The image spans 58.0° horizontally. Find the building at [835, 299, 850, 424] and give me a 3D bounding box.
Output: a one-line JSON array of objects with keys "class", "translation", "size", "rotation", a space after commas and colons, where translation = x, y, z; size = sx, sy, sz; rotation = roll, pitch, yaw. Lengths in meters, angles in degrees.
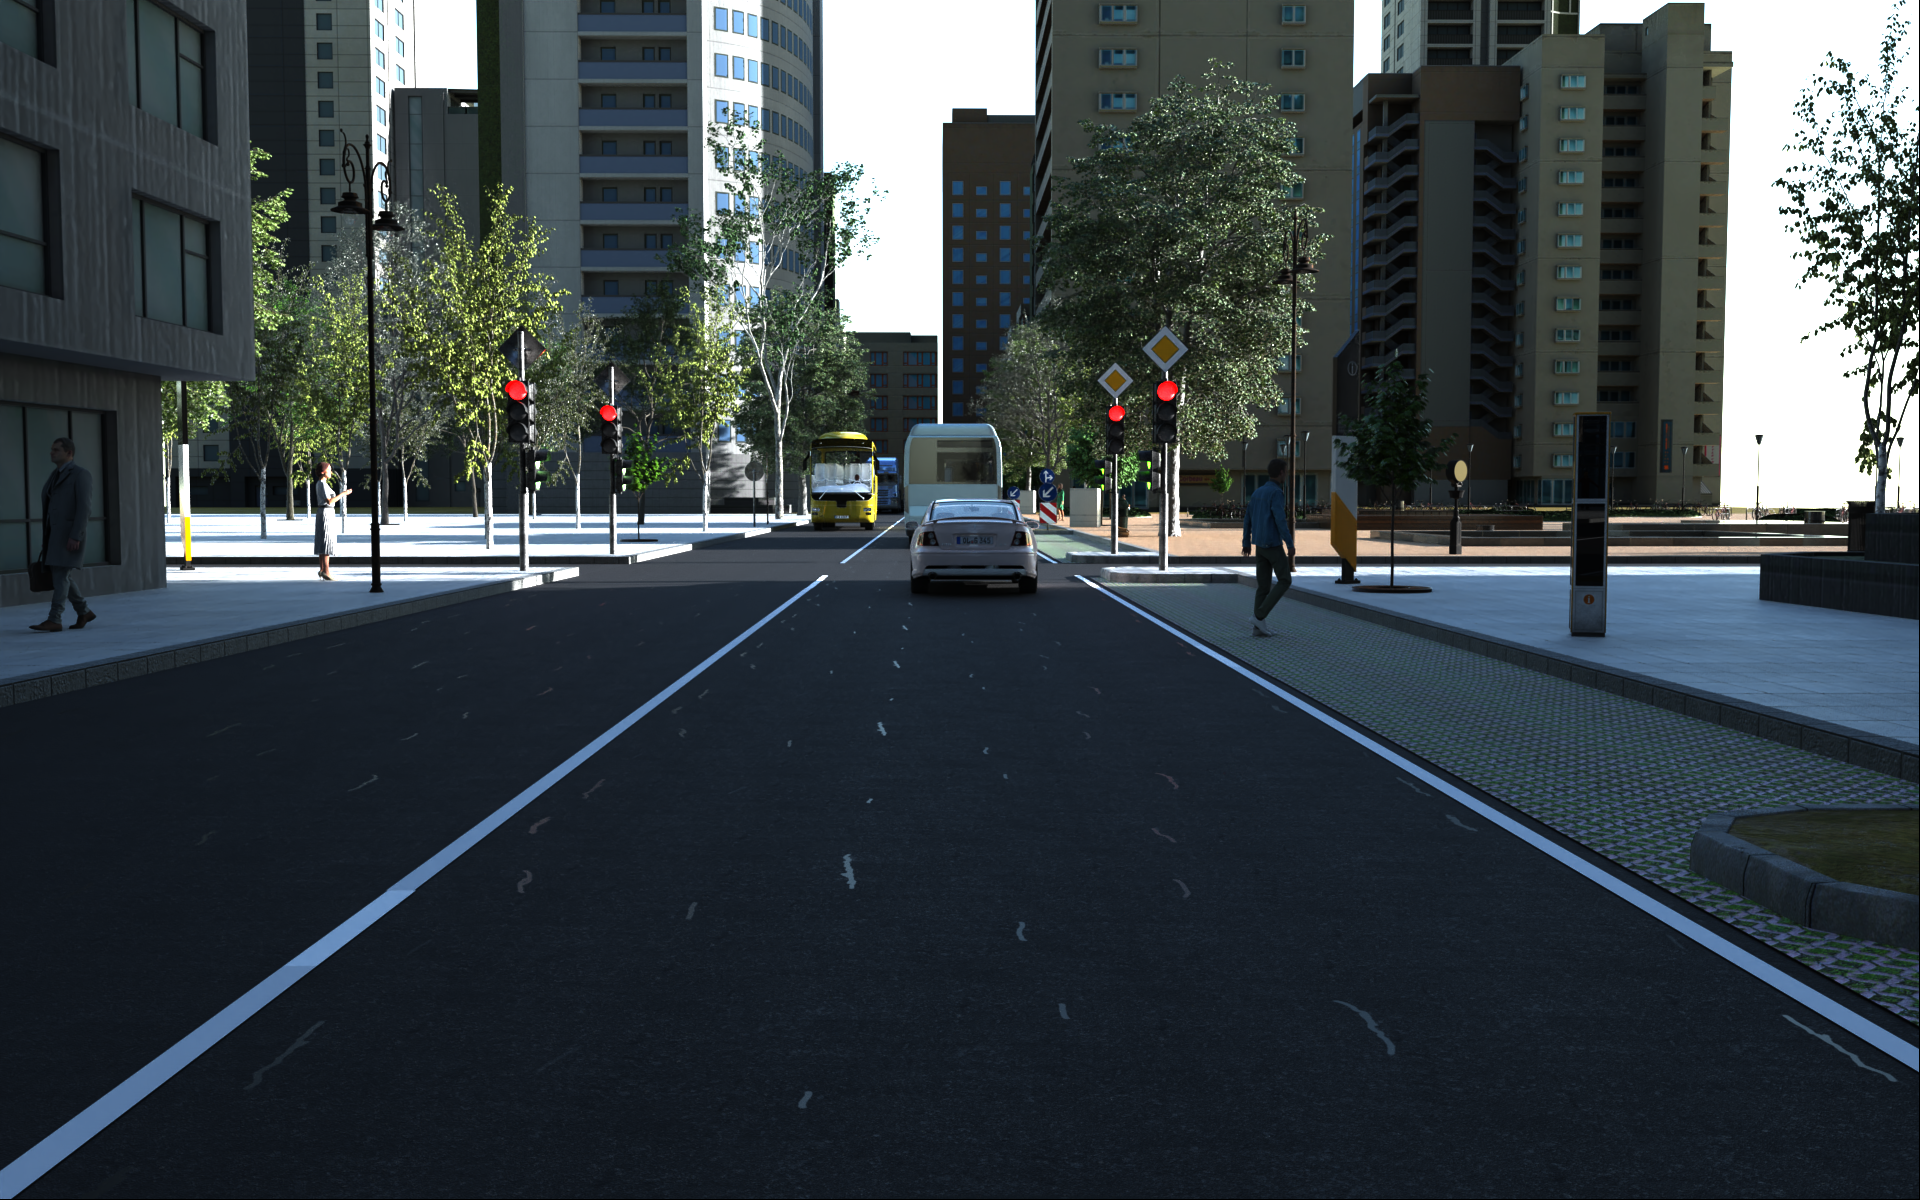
[{"class": "building", "translation": [-26.456, -20.033, 172.574], "size": [28.899, 21.520, 27.650], "rotation": [0, 4, -1]}]

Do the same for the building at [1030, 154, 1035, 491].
[{"class": "building", "translation": [12.933, -23.137, 149.986], "size": [14.160, 30.474, 14.107], "rotation": [0, 4, -1]}]

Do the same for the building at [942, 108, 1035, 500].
[{"class": "building", "translation": [5.033, -33.905, 204.449], "size": [14.200, 45.320, 14.600], "rotation": [0, 4, -1]}]

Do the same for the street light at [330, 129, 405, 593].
[{"class": "street light", "translation": [-7.619, -3.037, 22.437], "size": [0.468, 5.910, 1.993], "rotation": [0, 4, -1]}]

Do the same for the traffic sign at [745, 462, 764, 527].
[{"class": "traffic sign", "translation": [-8.046, -4.136, 67.733], "size": [0.768, 2.556, 0.104], "rotation": [0, 4, 6]}]

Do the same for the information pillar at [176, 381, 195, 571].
[{"class": "information pillar", "translation": [-13.076, -2.313, 29.175], "size": [0.183, 3.616, 0.504], "rotation": [-2, 4, -33]}]

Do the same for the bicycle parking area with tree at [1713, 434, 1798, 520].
[{"class": "bicycle parking area with tree", "translation": [40.515, -5.798, 81.793], "size": [9.016, 4.147, 8.231], "rotation": [-2, 4, -35]}]

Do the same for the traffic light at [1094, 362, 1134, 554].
[{"class": "traffic light", "translation": [3.285, -2.939, 36.972], "size": [0.839, 4.253, 0.868], "rotation": [0, 4, -1]}]

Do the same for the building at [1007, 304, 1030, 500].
[{"class": "building", "translation": [19.138, -19.993, 171.932], "size": [27.650, 21.520, 28.899], "rotation": [0, 4, -1]}]

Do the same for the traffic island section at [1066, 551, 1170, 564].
[{"class": "traffic island section", "translation": [3.326, -0.906, 37.086], "size": [2.009, 0.180, 2.903], "rotation": [0, 4, -1]}]

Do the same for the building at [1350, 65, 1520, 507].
[{"class": "building", "translation": [47.864, -32.323, 178.591], "size": [14.200, 45.320, 14.600], "rotation": [0, 4, -1]}]

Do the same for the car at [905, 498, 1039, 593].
[{"class": "car", "translation": [0.191, -0.862, 26.451], "size": [2.083, 1.381, 4.827], "rotation": [0, 4, 0]}]

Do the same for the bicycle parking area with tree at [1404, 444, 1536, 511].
[{"class": "bicycle parking area with tree", "translation": [28.464, -6.988, 101.260], "size": [9.016, 4.147, 8.231], "rotation": [0, 4, 4]}]

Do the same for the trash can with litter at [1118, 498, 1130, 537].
[{"class": "trash can with litter", "translation": [4.855, -2.459, 51.596], "size": [0.624, 1.170, 1.055], "rotation": [0, 4, -7]}]

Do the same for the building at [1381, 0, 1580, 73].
[{"class": "building", "translation": [62.730, -47.009, 206.844], "size": [20.611, 71.187, 20.563], "rotation": [0, 4, -1]}]

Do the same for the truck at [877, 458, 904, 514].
[{"class": "truck", "translation": [-5.703, -8.798, 133.613], "size": [2.967, 4.110, 18.799], "rotation": [0, 3, 0]}]

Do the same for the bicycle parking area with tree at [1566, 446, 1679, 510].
[{"class": "bicycle parking area with tree", "translation": [41.451, -7.187, 104.505], "size": [8.231, 4.147, 9.016], "rotation": [0, 4, -5]}]

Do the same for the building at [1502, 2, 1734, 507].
[{"class": "building", "translation": [65.792, -33.818, 176.631], "size": [21.600, 48.544, 21.300], "rotation": [0, 4, -1]}]

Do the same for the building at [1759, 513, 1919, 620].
[{"class": "building", "translation": [19.496, -28.527, 8.410], "size": [21.231, 58.520, 28.212], "rotation": [0, 4, -1]}]

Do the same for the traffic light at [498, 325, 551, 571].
[{"class": "traffic light", "translation": [-7.263, -2.440, 28.823], "size": [0.839, 4.253, 0.868], "rotation": [0, 4, -1]}]

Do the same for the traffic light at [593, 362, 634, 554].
[{"class": "traffic light", "translation": [-7.375, -2.929, 36.807], "size": [0.839, 4.253, 0.868], "rotation": [0, 4, -1]}]

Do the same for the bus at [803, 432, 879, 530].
[{"class": "bus", "translation": [-4.745, -4.914, 71.886], "size": [2.896, 3.916, 12.252], "rotation": [0, 4, -2]}]

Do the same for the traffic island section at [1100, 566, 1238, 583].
[{"class": "traffic island section", "translation": [3.437, -0.417, 29.102], "size": [2.009, 0.180, 2.903], "rotation": [0, 4, -1]}]

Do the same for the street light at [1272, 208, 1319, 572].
[{"class": "street light", "translation": [5.454, -3.397, 28.336], "size": [0.468, 5.910, 1.993], "rotation": [0, 4, -1]}]

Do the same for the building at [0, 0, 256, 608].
[{"class": "building", "translation": [-16.808, -20.529, 19.239], "size": [14.086, 41.232, 14.154], "rotation": [0, 4, -1]}]

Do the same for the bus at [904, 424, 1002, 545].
[{"class": "bus", "translation": [-0.275, -3.488, 51.893], "size": [2.948, 3.499, 13.247], "rotation": [0, 4, -1]}]

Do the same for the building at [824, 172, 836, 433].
[{"class": "building", "translation": [-18.059, -23.077, 149.004], "size": [14.160, 30.474, 14.107], "rotation": [0, 4, -1]}]

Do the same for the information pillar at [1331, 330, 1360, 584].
[{"class": "information pillar", "translation": [5.494, -2.038, 24.680], "size": [0.504, 3.616, 0.183], "rotation": [-3, 4, -37]}]

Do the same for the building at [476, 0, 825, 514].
[{"class": "building", "translation": [-21.289, -35.693, 125.573], "size": [21.231, 58.520, 28.212], "rotation": [0, 4, -1]}]

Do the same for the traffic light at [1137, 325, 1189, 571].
[{"class": "traffic light", "translation": [3.397, -2.451, 28.987], "size": [0.839, 4.253, 0.868], "rotation": [0, 4, -1]}]

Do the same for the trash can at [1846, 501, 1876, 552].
[{"class": "trash can", "translation": [19.072, -1.521, 36.528], "size": [0.748, 1.137, 0.748], "rotation": [0, 3, 0]}]

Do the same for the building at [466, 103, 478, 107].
[{"class": "building", "translation": [-68.437, -35.988, 208.005], "size": [30.456, 49.044, 23.786], "rotation": [0, 4, -1]}]

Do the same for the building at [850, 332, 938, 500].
[{"class": "building", "translation": [-17.153, -22.413, 211.496], "size": [28.899, 21.520, 27.650], "rotation": [0, 4, -1]}]

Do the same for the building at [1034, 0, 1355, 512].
[{"class": "building", "translation": [16.920, -31.050, 131.371], "size": [21.300, 48.544, 21.600], "rotation": [0, 4, -1]}]

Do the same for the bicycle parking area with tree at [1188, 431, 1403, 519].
[{"class": "bicycle parking area with tree", "translation": [15.949, -5.777, 81.451], "size": [9.016, 4.147, 8.231], "rotation": [1, 4, 15]}]

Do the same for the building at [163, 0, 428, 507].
[{"class": "building", "translation": [-66.022, -45.014, 174.227], "size": [20.611, 71.187, 20.563], "rotation": [0, 4, -1]}]

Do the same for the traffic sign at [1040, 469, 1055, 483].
[{"class": "traffic sign", "translation": [4.388, -5.329, 87.239], "size": [0.768, 2.556, 0.104], "rotation": [0, 4, 5]}]

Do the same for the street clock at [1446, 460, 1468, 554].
[{"class": "street clock", "translation": [10.554, -1.974, 36.839], "size": [0.471, 2.002, 0.358], "rotation": [-3, 4, -37]}]

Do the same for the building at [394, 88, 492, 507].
[{"class": "building", "translation": [-48.711, -30.234, 177.925], "size": [14.086, 41.232, 14.154], "rotation": [0, 4, -1]}]
